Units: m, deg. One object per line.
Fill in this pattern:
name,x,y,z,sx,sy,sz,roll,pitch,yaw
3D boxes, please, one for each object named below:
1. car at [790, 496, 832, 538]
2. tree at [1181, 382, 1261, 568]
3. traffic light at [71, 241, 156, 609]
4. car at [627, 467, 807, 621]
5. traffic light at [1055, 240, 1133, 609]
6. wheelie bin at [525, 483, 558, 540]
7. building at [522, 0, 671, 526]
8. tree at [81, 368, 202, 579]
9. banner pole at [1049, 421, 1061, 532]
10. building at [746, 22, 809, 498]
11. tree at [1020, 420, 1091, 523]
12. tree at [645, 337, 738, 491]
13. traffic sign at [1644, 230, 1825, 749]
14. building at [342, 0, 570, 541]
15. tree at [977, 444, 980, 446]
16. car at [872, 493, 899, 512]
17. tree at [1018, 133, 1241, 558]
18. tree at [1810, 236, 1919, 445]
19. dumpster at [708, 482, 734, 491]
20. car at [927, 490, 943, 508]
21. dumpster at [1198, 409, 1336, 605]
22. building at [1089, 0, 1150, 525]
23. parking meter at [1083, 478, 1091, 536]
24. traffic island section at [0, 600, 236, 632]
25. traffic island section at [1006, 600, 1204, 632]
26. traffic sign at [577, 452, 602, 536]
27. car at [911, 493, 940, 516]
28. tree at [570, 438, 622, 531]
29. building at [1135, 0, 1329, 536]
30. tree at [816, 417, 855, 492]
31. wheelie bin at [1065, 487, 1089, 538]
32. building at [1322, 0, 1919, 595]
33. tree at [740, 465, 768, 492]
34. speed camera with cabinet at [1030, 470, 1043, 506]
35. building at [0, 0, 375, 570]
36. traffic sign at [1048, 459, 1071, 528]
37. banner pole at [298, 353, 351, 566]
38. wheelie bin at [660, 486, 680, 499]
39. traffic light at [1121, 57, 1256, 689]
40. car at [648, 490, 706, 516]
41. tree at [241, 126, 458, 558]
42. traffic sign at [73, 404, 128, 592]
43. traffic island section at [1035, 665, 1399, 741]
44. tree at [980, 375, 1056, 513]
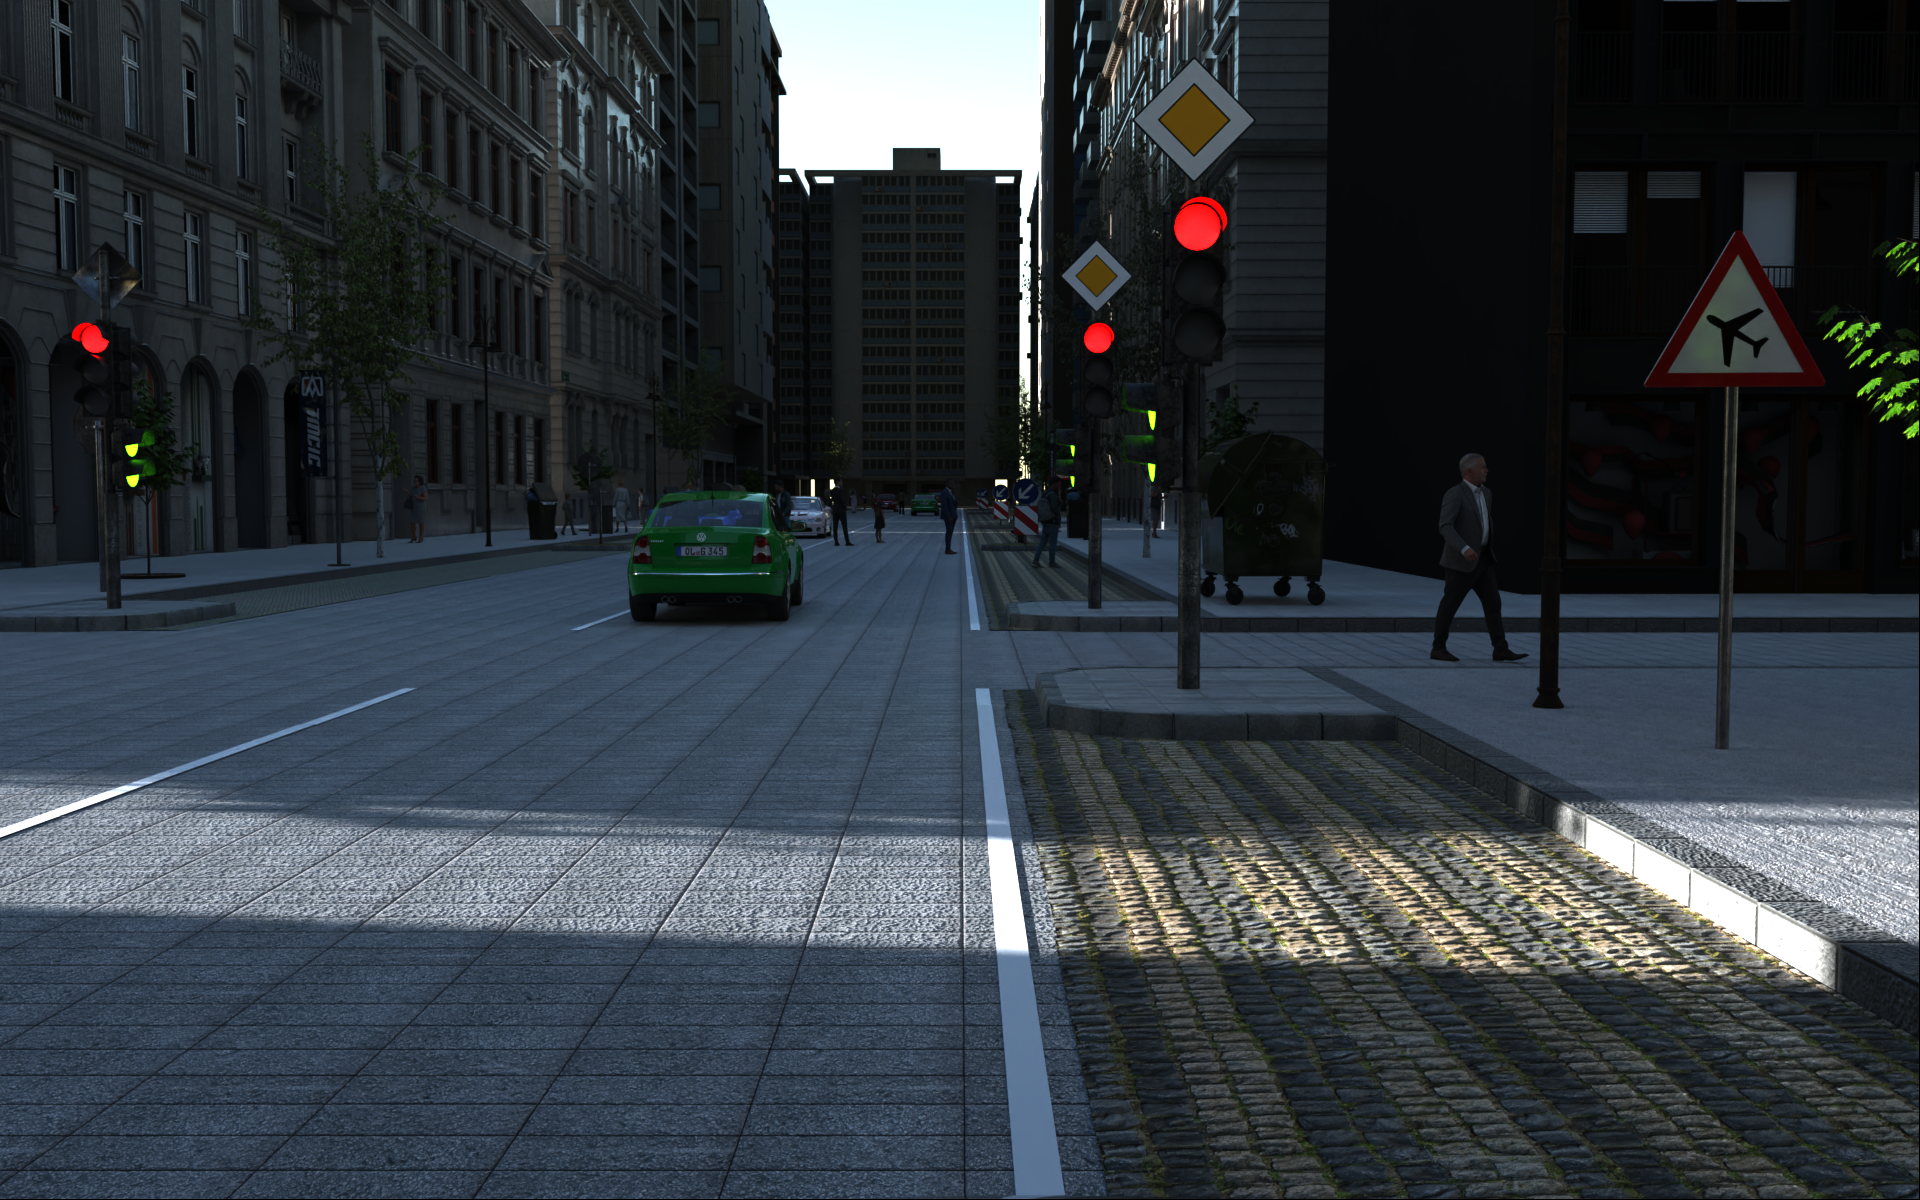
car,-5.276,-2.758,57.458,2.083,1.381,4.827,0,4,-1
tree,4.740,-2.164,29.988,1.663,3.219,1.824,0,3,0
traffic light,-9.468,-1.858,19.303,0.839,4.253,0.868,0,3,0
car,-2.862,-0.741,20.914,1.959,1.807,4.718,0,4,-2
traffic light,1.494,-1.859,19.317,0.839,4.253,0.868,0,3,0
wheelie bin,-11.804,-2.499,48.764,0.693,1.594,0.980,3,4,38
building,-22.084,-17.890,79.891,14.401,28.519,23.554,0,3,0
tree,-12.407,-1.960,26.650,1.663,3.219,1.824,0,3,0
banner pole,3.194,-4.235,59.256,0.401,3.779,0.863,-1,4,-16
building,-29.095,-30.699,156.550,28.867,44.769,22.147,0,3,0
tree,4.346,-5.666,76.360,4.285,4.588,4.351,0,3,0
tree,-12.440,-7.959,80.486,4.737,8.622,4.395,0,3,0
traffic sign,3.840,-0.529,8.653,0.884,2.594,0.081,0,4,1
building,-20.742,-13.464,56.293,11.583,22.565,21.152,0,3,0
tree,3.517,-10.254,118.023,4.737,8.622,4.395,0,3,0
car,-5.865,-7.887,137.993,2.155,1.783,4.494,0,4,1
tree,3.600,-5.167,34.848,4.360,8.622,3.978,0,3,0
tree,4.448,-0.734,6.601,1.663,3.219,1.824,0,3,0
dumpster,-11.600,-4.803,84.286,1.264,1.857,1.865,0,4,0
car,-1.917,-8.391,145.864,2.281,1.827,5.304,0,4,1
dumpster,3.579,-1.114,20.708,1.502,2.255,1.985,0,3,0
building,13.213,-17.410,81.922,12.463,27.353,25.104,0,3,0
parking meter,3.906,-2.885,52.888,0.255,1.863,0.399,-3,5,-41
traffic island section,-9.508,0.174,19.438,2.009,0.180,2.903,0,3,0
traffic island section,1.534,0.174,19.431,2.009,0.180,2.903,0,3,0
traffic sign,-11.243,-3.208,52.564,0.768,2.556,0.104,0,4,7
car,-2.284,-6.467,114.534,1.959,1.807,4.718,0,4,1
tree,-12.846,-4.022,60.363,1.663,3.219,1.824,0,3,0
building,13.615,-16.527,57.602,14.401,28.519,23.554,0,3,0
tree,-11.653,-13.132,165.065,4.737,8.622,4.395,0,3,0
wheelie bin,3.414,-2.617,50.692,0.693,1.594,0.980,0,4,-4
building,15.087,-12.100,27.513,15.834,23.373,12.332,0,3,0
tree,-12.552,-6.675,103.733,1.663,3.219,1.824,0,3,0
speed camera with cabinet,3.563,-5.264,80.397,0.660,3.252,2.038,0,4,3
building,-21.976,-11.740,33.752,13.314,21.916,24.055,0,3,0
traffic sign,3.714,-3.943,64.474,0.884,2.594,0.081,1,4,8
banner pole,-11.301,-2.491,30.747,0.863,3.779,0.401,0,4,-7
wheelie bin,-11.760,-3.822,70.393,0.980,1.594,0.693,-3,5,-41
traffic light,1.492,-1.371,11.332,0.839,4.253,0.868,0,3,0
car,-5.600,-1.672,36.937,1.945,1.707,3.694,0,4,0
tree,-11.811,-5.143,34.445,4.737,8.622,4.395,0,3,0
traffic sign,-11.224,-1.377,22.618,0.768,2.556,0.104,1,4,8
traffic island section,1.532,0.663,11.446,2.009,0.180,2.903,0,3,0
tree,4.304,-9.517,105.968,4.737,8.622,4.395,0,3,0
